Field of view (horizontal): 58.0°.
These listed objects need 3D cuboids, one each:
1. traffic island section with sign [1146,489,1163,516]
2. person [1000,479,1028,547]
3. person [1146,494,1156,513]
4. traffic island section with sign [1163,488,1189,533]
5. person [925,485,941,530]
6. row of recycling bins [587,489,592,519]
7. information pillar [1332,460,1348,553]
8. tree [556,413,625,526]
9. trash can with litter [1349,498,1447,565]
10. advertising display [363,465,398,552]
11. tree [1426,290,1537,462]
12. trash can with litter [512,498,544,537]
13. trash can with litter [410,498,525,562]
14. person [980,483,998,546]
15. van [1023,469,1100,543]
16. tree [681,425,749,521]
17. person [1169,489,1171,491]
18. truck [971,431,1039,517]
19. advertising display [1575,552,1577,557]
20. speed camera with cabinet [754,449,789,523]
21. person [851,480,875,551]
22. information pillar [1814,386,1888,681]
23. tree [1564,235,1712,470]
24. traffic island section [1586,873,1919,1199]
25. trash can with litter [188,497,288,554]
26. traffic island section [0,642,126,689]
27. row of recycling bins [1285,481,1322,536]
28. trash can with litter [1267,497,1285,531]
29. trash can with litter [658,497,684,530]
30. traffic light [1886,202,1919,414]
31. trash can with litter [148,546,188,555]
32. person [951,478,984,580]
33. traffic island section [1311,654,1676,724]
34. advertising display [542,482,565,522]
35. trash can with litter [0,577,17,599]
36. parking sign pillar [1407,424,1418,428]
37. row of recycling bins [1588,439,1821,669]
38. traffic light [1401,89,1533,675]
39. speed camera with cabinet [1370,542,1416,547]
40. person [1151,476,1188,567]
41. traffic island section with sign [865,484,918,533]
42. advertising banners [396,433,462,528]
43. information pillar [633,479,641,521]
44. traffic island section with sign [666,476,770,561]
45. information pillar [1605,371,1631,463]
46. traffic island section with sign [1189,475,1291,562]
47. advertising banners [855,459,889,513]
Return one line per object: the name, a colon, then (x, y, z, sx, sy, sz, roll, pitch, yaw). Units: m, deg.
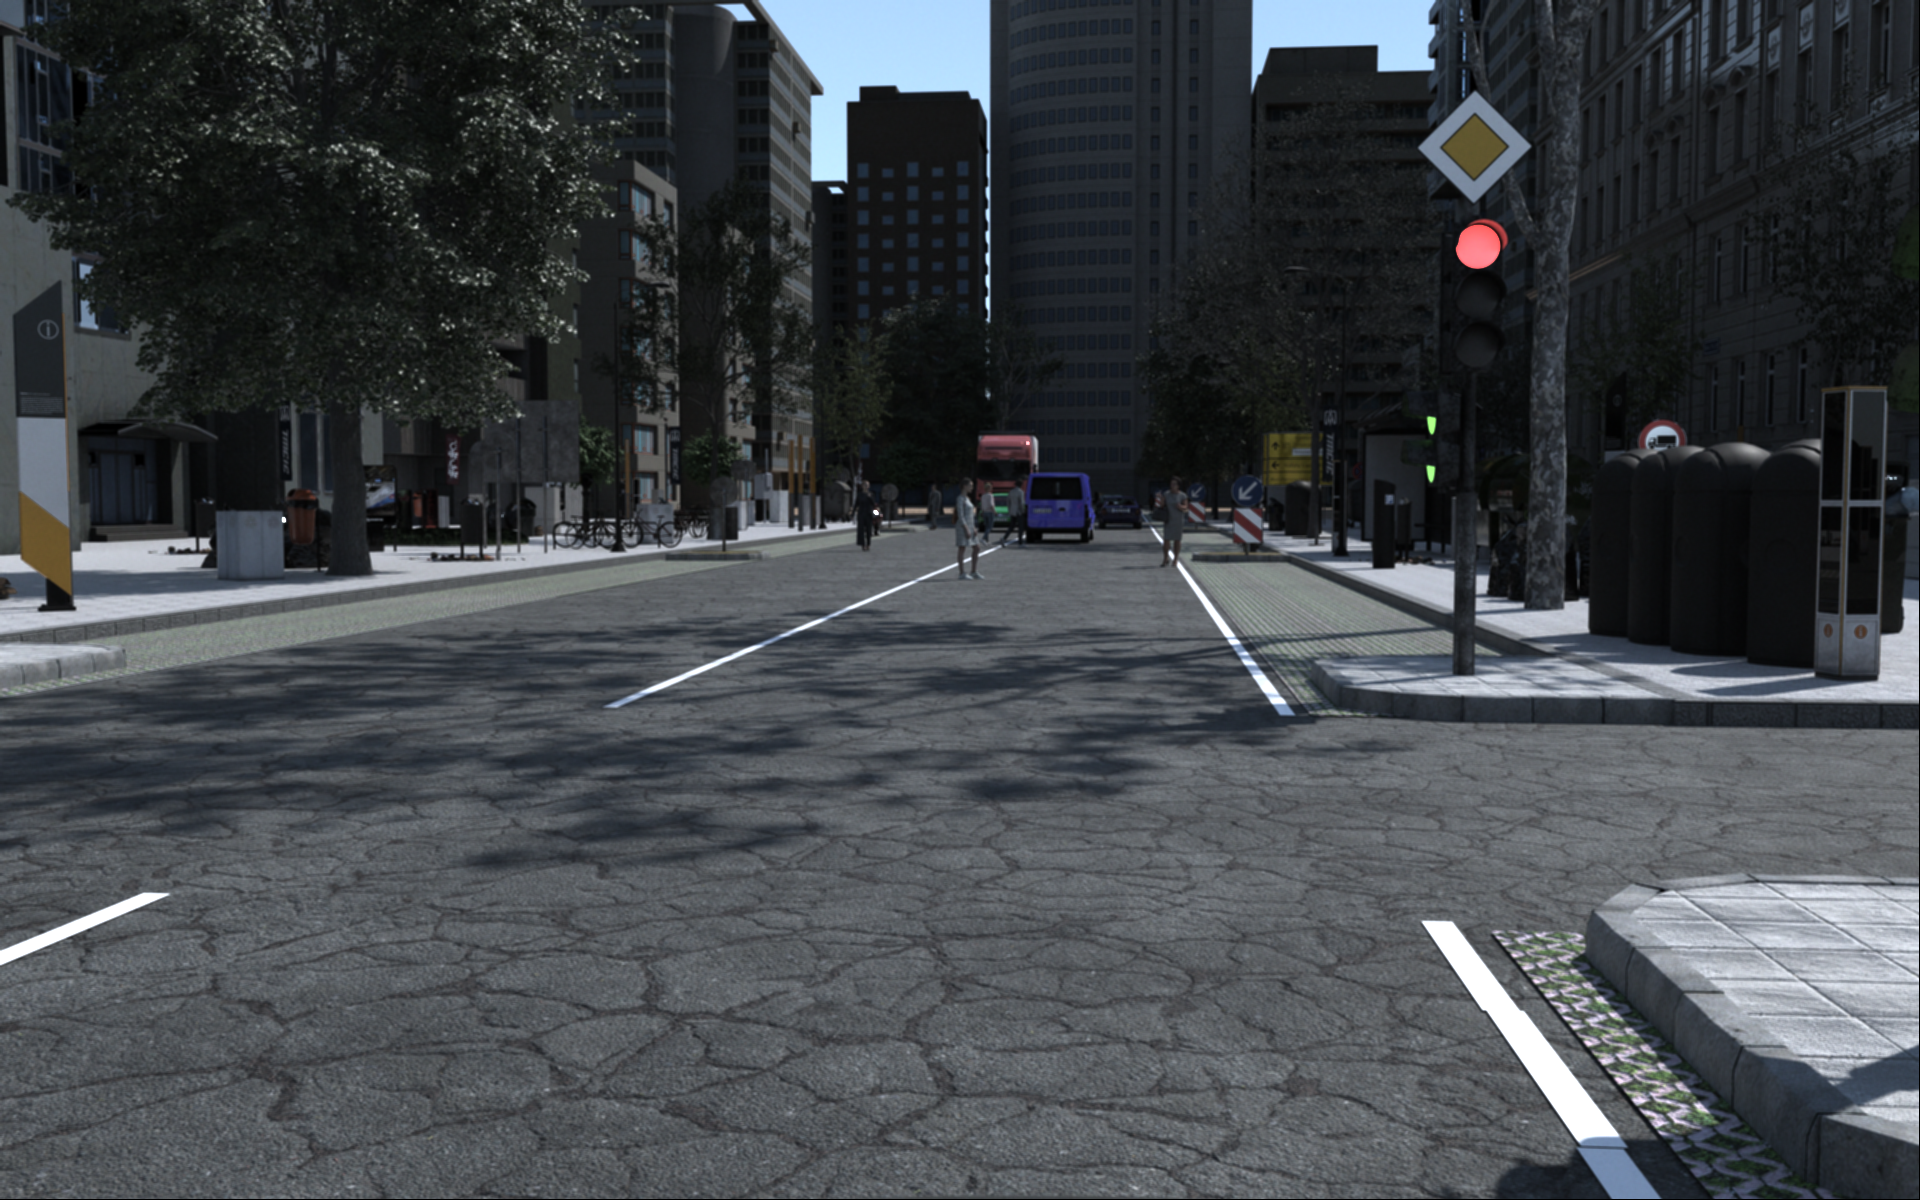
traffic island section with sign: (13.410, -6.428, 113.729, 1.989, 1.847, 2.006, 0, 4, 5)
person: (1.470, -2.329, 46.433, 0.795, 1.843, 0.661, -3, 4, -38)
person: (13.654, -6.843, 123.640, 1.065, 1.426, 0.557, -3, 5, -41)
traffic island section with sign: (8.615, -3.391, 64.071, 1.989, 1.847, 2.006, 0, 4, 5)
person: (-1.086, -3.726, 69.528, 0.694, 1.812, 0.767, 3, 4, 38)
row of recycling bins: (-20.668, -4.995, 88.786, 3.534, 1.692, 1.069, 0, 4, -3)
information pillar: (8.288, -2.036, 37.789, 0.304, 2.012, 0.304, 1, 4, 18)
tree: (-15.276, -5.293, 70.252, 4.285, 4.588, 4.351, 0, 3, 0)
trash can with litter: (8.252, -1.296, 32.242, 1.678, 1.210, 2.233, 0, 4, 1)
advertising display: (-13.039, -2.041, 38.590, 0.974, 1.923, 0.123, 0, 4, -7)
tree: (17.866, -6.637, 58.878, 4.360, 8.622, 3.978, 0, 3, 0)
trash can with litter: (-12.980, -2.494, 52.157, 0.624, 1.170, 1.055, 1, 4, 15)
trash can with litter: (-9.689, -1.379, 33.606, 2.233, 1.210, 1.678, 2, 4, 30)
person: (0.760, -2.375, 47.996, 0.731, 1.740, 0.598, 3, 5, 40)
van: (3.051, -2.936, 52.384, 2.240, 2.365, 5.245, 0, 4, 6)
tree: (-11.837, -6.074, 83.017, 4.285, 4.588, 4.351, 0, 3, 0)
person: (12.913, -5.968, 106.632, 0.990, 1.755, 0.434, 3, 4, 38)
truck: (2.195, -5.494, 78.743, 2.839, 4.237, 11.283, 0, 4, 4)
advertising display: (12.408, -1.836, 35.226, 0.974, 1.923, 0.123, -2, 4, -35)
speed camera with cabinet: (-8.245, -5.016, 76.353, 0.660, 3.252, 2.038, 2, 4, 32)
person: (-2.418, -2.120, 43.588, 0.576, 1.772, 0.534, -2, 4, -24)
information pillar: (6.159, -0.458, 11.977, 0.304, 2.012, 0.304, 0, 4, -7)
tree: (19.644, -6.094, 49.995, 4.737, 8.622, 4.395, 0, 3, 0)
traffic island section: (2.834, 1.096, 4.365, 2.009, 0.180, 2.903, 0, 4, 5)
trash can with litter: (-13.579, -1.398, 33.914, 1.678, 1.210, 2.233, 3, 5, 42)
traffic island section: (-7.936, 0.541, 13.428, 2.009, 0.180, 2.903, 0, 4, 5)
row of recycling bins: (10.745, -2.886, 54.300, 1.069, 1.692, 3.534, 1, 4, 17)
trash can with litter: (11.127, -2.955, 59.706, 1.055, 1.170, 0.624, 2, 4, 25)
trash can with litter: (-10.382, -3.112, 62.264, 1.055, 1.170, 0.624, 0, 4, -3)
traffic light: (2.795, -0.938, 4.255, 0.839, 4.253, 0.868, 0, 4, 5)
trash can with litter: (-16.508, -1.613, 37.430, 2.233, 1.210, 1.678, 1, 4, 23)
person: (0.098, -1.194, 29.033, 0.522, 1.701, 0.512, 1, 4, 19)
traffic island section: (3.602, 0.610, 12.313, 2.009, 0.180, 2.903, 0, 4, 5)
advertising display: (-17.330, -4.198, 73.850, 0.974, 1.923, 0.123, 0, 4, 7)
trash can with litter: (-12.094, -0.597, 21.150, 1.055, 1.170, 0.624, 0, 4, 0)
parking sign pillar: (16.928, -4.577, 63.303, 1.447, 3.967, 1.447, 2, 4, 31)
row of recycling bins: (6.267, -0.445, 14.397, 1.069, 1.692, 3.534, 0, 4, -4)
traffic light: (3.563, -1.424, 12.203, 0.839, 4.253, 0.868, 0, 4, 5)
speed camera with cabinet: (11.069, -2.924, 42.151, 2.038, 3.252, 0.660, 0, 4, -8)
person: (4.109, -1.547, 34.159, 0.716, 1.782, 0.532, 1, 4, 21)
traffic island section with sign: (-2.630, -3.444, 64.932, 1.989, 1.847, 2.006, 0, 4, 5)
advertising banners: (-15.203, -3.263, 49.540, 2.074, 3.025, 0.090, -3, 4, -38)
information pillar: (-15.395, -4.775, 82.567, 0.304, 2.012, 0.304, 0, 4, 2)
traffic island section with sign: (-5.237, -1.793, 37.942, 1.989, 1.847, 2.006, 0, 4, 5)
information pillar: (12.564, -2.560, 33.219, 0.183, 3.616, 0.504, -1, 4, -19)
traffic island section with sign: (5.997, -1.741, 37.086, 1.989, 1.847, 2.006, 0, 4, 5)
advertising banners: (-4.369, -5.480, 85.784, 2.074, 3.025, 0.090, 2, 4, 34)
